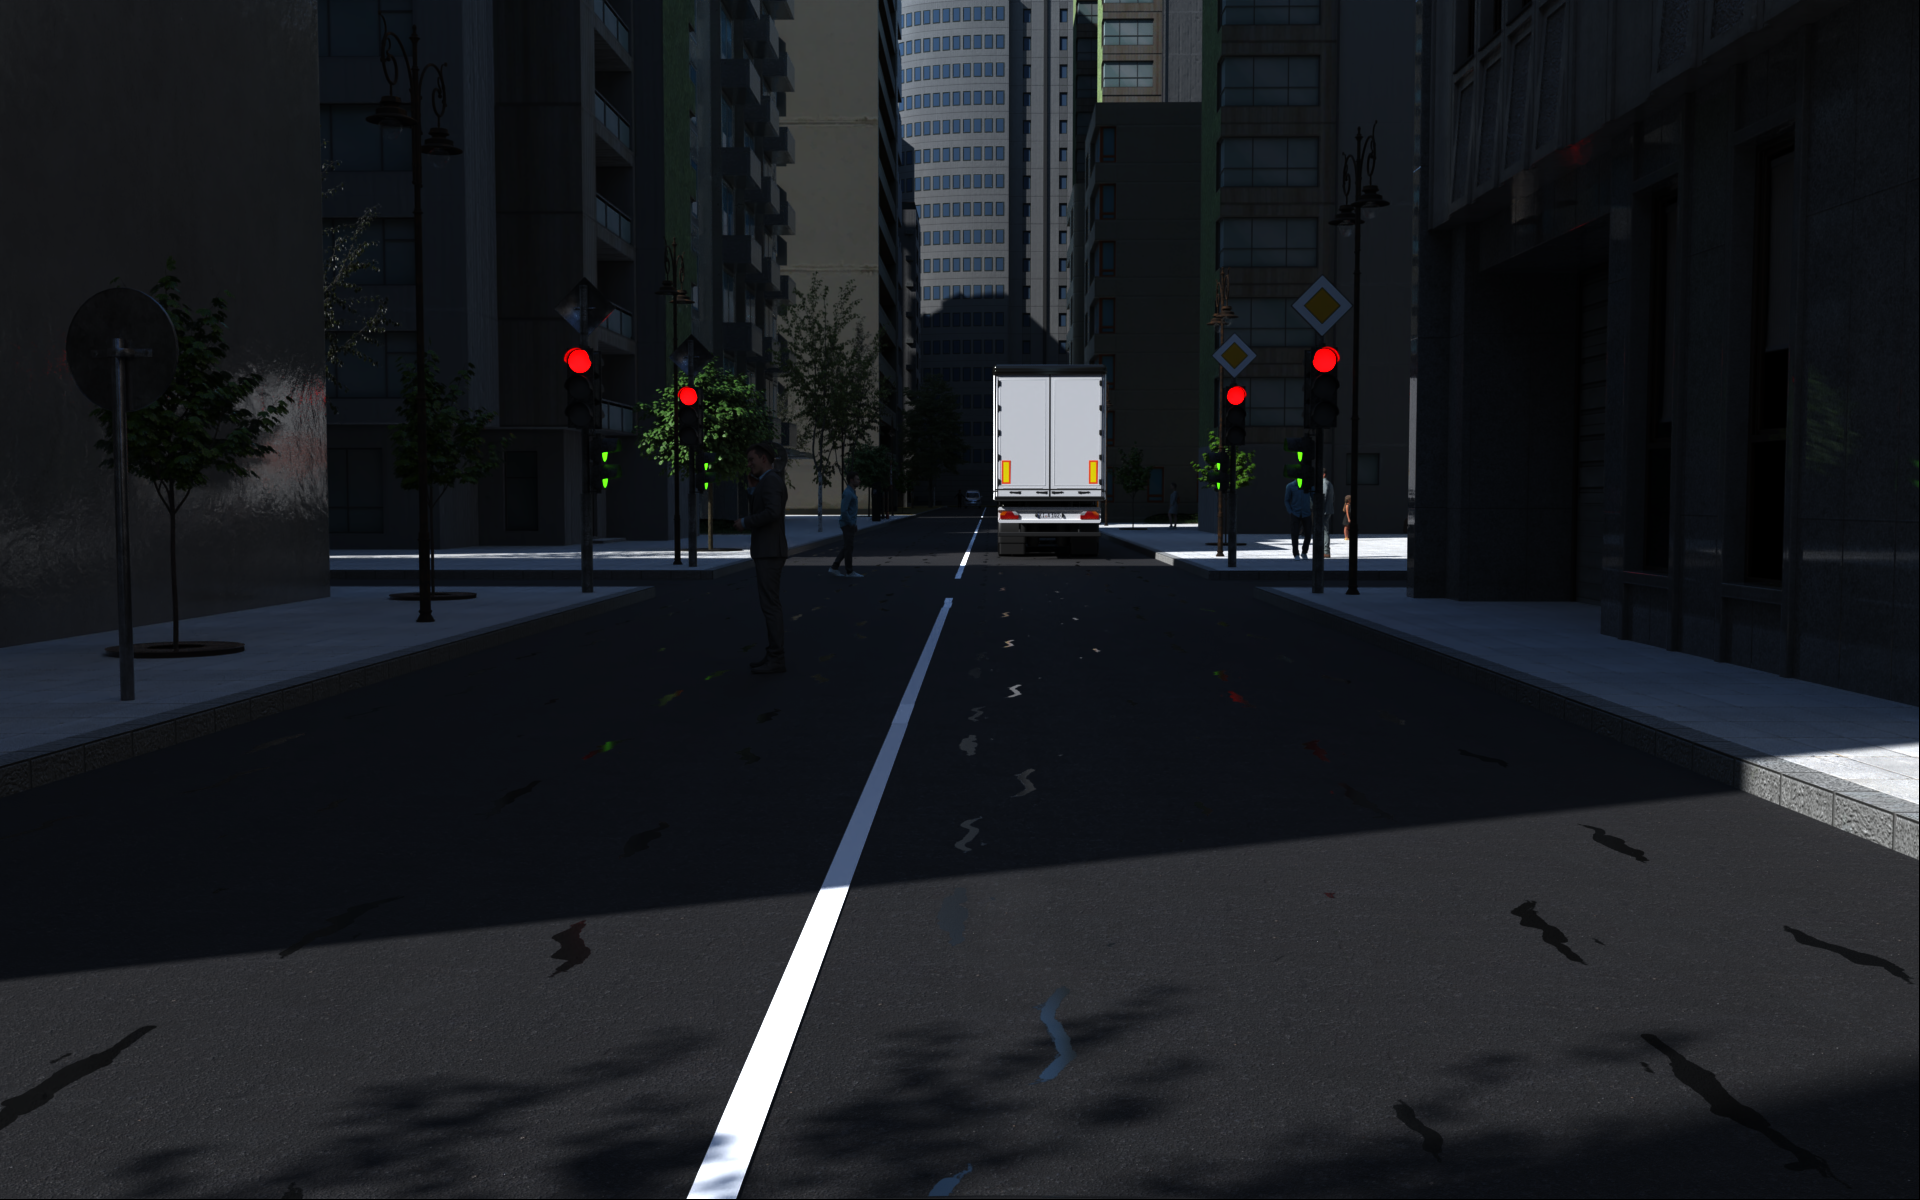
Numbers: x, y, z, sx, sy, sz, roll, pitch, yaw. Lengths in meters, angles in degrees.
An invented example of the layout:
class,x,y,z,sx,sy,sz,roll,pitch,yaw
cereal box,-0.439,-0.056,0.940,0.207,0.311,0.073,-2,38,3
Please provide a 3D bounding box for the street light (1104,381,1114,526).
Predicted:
class,x,y,z,sx,sy,sz,roll,pitch,yaw
street light,5.931,-5.948,70.040,0.468,5.910,1.993,0,4,1

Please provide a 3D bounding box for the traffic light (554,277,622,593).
class,x,y,z,sx,sy,sz,roll,pitch,yaw
traffic light,-4.843,-2.052,22.477,0.839,4.253,0.868,0,4,1

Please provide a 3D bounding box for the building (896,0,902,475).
class,x,y,z,sx,sy,sz,roll,pitch,yaw
building,-18.684,-33.784,141.614,28.713,52.752,27.495,0,4,1

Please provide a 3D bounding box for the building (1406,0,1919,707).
class,x,y,z,sx,sy,sz,roll,pitch,yaw
building,11.417,-11.797,10.908,12.078,24.808,19.932,0,4,1

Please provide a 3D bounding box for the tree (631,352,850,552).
class,x,y,z,sx,sy,sz,roll,pitch,yaw
tree,-5.585,-3.392,39.172,4.285,4.588,4.351,0,3,0

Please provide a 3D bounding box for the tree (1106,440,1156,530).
class,x,y,z,sx,sy,sz,roll,pitch,yaw
tree,6.302,-4.136,62.220,1.663,3.219,1.824,0,3,0

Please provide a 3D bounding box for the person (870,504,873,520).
class,x,y,z,sx,sy,sz,roll,pitch,yaw
person,-4.274,-4.795,87.037,0.503,1.515,0.523,-3,5,-41

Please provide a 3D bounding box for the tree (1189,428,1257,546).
class,x,y,z,sx,sy,sz,roll,pitch,yaw
tree,6.538,-2.981,43.334,1.663,3.219,1.824,0,3,0

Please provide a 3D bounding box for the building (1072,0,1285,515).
class,x,y,z,sx,sy,sz,roll,pitch,yaw
building,15.179,-27.118,126.975,14.154,41.232,14.086,0,4,1

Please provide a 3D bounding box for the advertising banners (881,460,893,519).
class,x,y,z,sx,sy,sz,roll,pitch,yaw
advertising banners,-3.724,-5.648,88.537,0.090,3.025,2.074,1,4,14

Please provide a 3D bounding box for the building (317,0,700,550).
class,x,y,z,sx,sy,sz,roll,pitch,yaw
building,-15.072,-22.091,44.789,14.154,41.232,14.086,0,4,1

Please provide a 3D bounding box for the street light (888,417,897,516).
class,x,y,z,sx,sy,sz,roll,pitch,yaw
street light,-3.992,-7.927,102.395,0.468,5.910,1.993,0,4,1

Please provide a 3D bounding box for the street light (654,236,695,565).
class,x,y,z,sx,sy,sz,roll,pitch,yaw
street light,-5.136,-3.580,31.325,0.468,5.910,1.993,0,4,1

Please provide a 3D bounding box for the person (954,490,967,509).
class,x,y,z,sx,sy,sz,roll,pitch,yaw
person,-0.008,-9.769,167.855,1.348,1.869,0.705,-2,4,-27

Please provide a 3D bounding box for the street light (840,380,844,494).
class,x,y,z,sx,sy,sz,roll,pitch,yaw
street light,-4.520,-5.739,66.621,0.468,5.910,1.993,0,4,1

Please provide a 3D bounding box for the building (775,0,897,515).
class,x,y,z,sx,sy,sz,roll,pitch,yaw
building,-15.460,-30.123,116.217,21.300,48.544,21.600,0,4,1

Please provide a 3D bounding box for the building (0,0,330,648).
class,x,y,z,sx,sy,sz,roll,pitch,yaw
building,-25.025,-12.661,11.529,34.151,26.468,19.350,0,4,1

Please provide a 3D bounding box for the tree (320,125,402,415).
class,x,y,z,sx,sy,sz,roll,pitch,yaw
tree,-13.217,-5.077,33.365,4.360,8.622,3.978,0,3,0

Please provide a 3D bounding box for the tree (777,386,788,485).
class,x,y,z,sx,sy,sz,roll,pitch,yaw
tree,-10.363,-9.246,101.532,4.360,8.622,3.978,0,3,0

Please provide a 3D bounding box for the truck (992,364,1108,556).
class,x,y,z,sx,sy,sz,roll,pitch,yaw
truck,2.156,-3.315,43.114,2.839,4.237,11.283,0,4,2

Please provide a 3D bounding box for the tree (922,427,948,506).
class,x,y,z,sx,sy,sz,roll,pitch,yaw
tree,-2.963,-14.243,183.230,4.360,8.622,3.978,0,3,0

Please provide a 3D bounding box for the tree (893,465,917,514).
class,x,y,z,sx,sy,sz,roll,pitch,yaw
tree,-3.621,-7.265,113.376,1.663,3.219,1.824,0,3,0

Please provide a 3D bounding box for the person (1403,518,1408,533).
class,x,y,z,sx,sy,sz,roll,pitch,yaw
person,9.081,-1.692,33.827,0.853,1.813,0.709,1,4,10

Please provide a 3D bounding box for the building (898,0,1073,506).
class,x,y,z,sx,sy,sz,roll,pitch,yaw
building,3.514,-40.269,200.403,28.212,58.520,21.231,0,4,1

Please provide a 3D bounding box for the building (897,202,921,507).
class,x,y,z,sx,sy,sz,roll,pitch,yaw
building,-10.974,-24.564,173.318,14.107,30.474,14.160,0,4,1

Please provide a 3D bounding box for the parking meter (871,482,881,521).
class,x,y,z,sx,sy,sz,roll,pitch,yaw
parking meter,-3.942,-4.626,81.344,0.399,1.863,0.255,2,4,29

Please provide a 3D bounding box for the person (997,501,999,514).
class,x,y,z,sx,sy,sz,roll,pitch,yaw
person,2.757,-6.835,120.775,0.721,1.766,1.217,-2,4,-26

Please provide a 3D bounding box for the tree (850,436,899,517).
class,x,y,z,sx,sy,sz,roll,pitch,yaw
tree,-5.091,-6.935,97.094,4.285,4.588,4.351,0,3,0

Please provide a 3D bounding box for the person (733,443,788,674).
class,x,y,z,sx,sy,sz,roll,pitch,yaw
person,-1.615,-0.352,14.053,0.447,1.846,0.655,0,4,-7

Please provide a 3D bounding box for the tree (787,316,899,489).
class,x,y,z,sx,sy,sz,roll,pitch,yaw
tree,-4.660,-7.469,72.478,4.360,8.622,3.978,0,3,0

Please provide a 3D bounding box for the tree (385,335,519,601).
class,x,y,z,sx,sy,sz,roll,pitch,yaw
tree,-6.506,-1.620,21.090,1.663,3.219,1.824,0,3,0

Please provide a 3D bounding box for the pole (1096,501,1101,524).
class,x,y,z,sx,sy,sz,roll,pitch,yaw
pole,5.855,-4.854,73.202,0.158,3.312,0.155,0,3,0

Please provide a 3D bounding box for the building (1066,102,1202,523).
class,x,y,z,sx,sy,sz,roll,pitch,yaw
building,20.057,-15.039,90.934,27.650,21.520,28.899,0,4,1

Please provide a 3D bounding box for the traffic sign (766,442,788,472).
class,x,y,z,sx,sy,sz,roll,pitch,yaw
traffic sign,-4.606,-2.595,42.542,0.768,2.556,0.104,0,4,8

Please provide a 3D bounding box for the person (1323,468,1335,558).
class,x,y,z,sx,sy,sz,roll,pitch,yaw
person,7.314,-1.752,34.784,0.391,1.810,0.635,1,4,15

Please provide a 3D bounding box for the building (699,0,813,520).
class,x,y,z,sx,sy,sz,roll,pitch,yaw
building,-19.343,-27.963,76.810,23.786,49.044,30.456,0,4,1

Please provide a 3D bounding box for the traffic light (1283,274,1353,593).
class,x,y,z,sx,sy,sz,roll,pitch,yaw
traffic light,4.617,-2.043,22.323,0.839,4.253,0.868,0,4,1

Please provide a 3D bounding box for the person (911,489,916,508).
class,x,y,z,sx,sy,sz,roll,pitch,yaw
person,-4.352,-9.420,160.069,0.705,1.824,1.348,1,4,13

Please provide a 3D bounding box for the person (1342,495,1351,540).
class,x,y,z,sx,sy,sz,roll,pitch,yaw
person,10.794,-2.278,47.958,0.373,1.253,0.362,3,4,36

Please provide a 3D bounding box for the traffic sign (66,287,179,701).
class,x,y,z,sx,sy,sz,roll,pitch,yaw
traffic sign,-5.182,-0.648,10.705,0.768,2.556,0.104,1,4,10

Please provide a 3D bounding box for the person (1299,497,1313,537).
class,x,y,z,sx,sy,sz,roll,pitch,yaw
person,10.253,-2.733,51.216,0.515,1.767,0.782,-2,4,-25

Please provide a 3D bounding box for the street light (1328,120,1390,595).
class,x,y,z,sx,sy,sz,roll,pitch,yaw
street light,5.018,-3.007,21.952,0.468,5.910,1.993,0,4,1

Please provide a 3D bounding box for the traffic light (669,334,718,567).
class,x,y,z,sx,sy,sz,roll,pitch,yaw
traffic light,-4.699,-2.541,30.461,0.839,4.253,0.868,0,4,1

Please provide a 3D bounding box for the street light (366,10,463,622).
class,x,y,z,sx,sy,sz,roll,pitch,yaw
street light,-5.371,-2.718,17.228,0.468,5.910,1.993,0,4,1

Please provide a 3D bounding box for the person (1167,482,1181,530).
class,x,y,z,sx,sy,sz,roll,pitch,yaw
person,7.757,-3.413,62.851,0.522,1.701,0.512,0,4,7

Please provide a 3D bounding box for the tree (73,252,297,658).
class,x,y,z,sx,sy,sz,roll,pitch,yaw
tree,-6.232,-1.186,13.998,1.663,3.219,1.824,0,3,0

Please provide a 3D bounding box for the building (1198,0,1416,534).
class,x,y,z,sx,sy,sz,roll,pitch,yaw
building,15.386,-23.081,60.975,14.154,41.232,14.086,0,4,1

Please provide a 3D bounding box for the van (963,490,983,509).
class,x,y,z,sx,sy,sz,roll,pitch,yaw
van,1.274,-10.161,173.145,2.013,2.044,4.112,0,4,0

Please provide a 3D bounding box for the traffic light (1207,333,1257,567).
class,x,y,z,sx,sy,sz,roll,pitch,yaw
traffic light,4.761,-2.531,30.307,0.839,4.253,0.868,0,4,1

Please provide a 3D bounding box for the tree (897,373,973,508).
class,x,y,z,sx,sy,sz,roll,pitch,yaw
tree,-2.534,-14.893,161.622,7.486,12.596,7.792,0,3,0

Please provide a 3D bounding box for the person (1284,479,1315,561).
class,x,y,z,sx,sy,sz,roll,pitch,yaw
person,6.613,-1.681,33.554,0.660,1.820,0.620,0,4,-3

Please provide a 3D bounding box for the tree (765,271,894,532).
class,x,y,z,sx,sy,sz,roll,pitch,yaw
tree,-4.502,-6.605,58.359,4.737,8.622,4.395,0,3,0

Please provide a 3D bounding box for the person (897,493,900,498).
class,x,y,z,sx,sy,sz,roll,pitch,yaw
person,-6.094,-9.450,160.566,1.348,1.821,0.705,3,4,36

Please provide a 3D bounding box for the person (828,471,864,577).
class,x,y,z,sx,sy,sz,roll,pitch,yaw
person,-1.971,-1.306,29.871,0.620,1.820,0.660,0,4,-3

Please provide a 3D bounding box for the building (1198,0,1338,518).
class,x,y,z,sx,sy,sz,roll,pitch,yaw
building,15.842,-26.257,112.901,14.154,41.232,14.086,0,4,1

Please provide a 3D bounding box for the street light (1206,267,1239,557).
class,x,y,z,sx,sy,sz,roll,pitch,yaw
street light,5.349,-3.831,35.432,0.468,5.910,1.993,0,4,1

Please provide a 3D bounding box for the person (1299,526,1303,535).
class,x,y,z,sx,sy,sz,roll,pitch,yaw
person,10.679,-2.920,54.054,0.573,1.790,0.520,-1,4,-21
